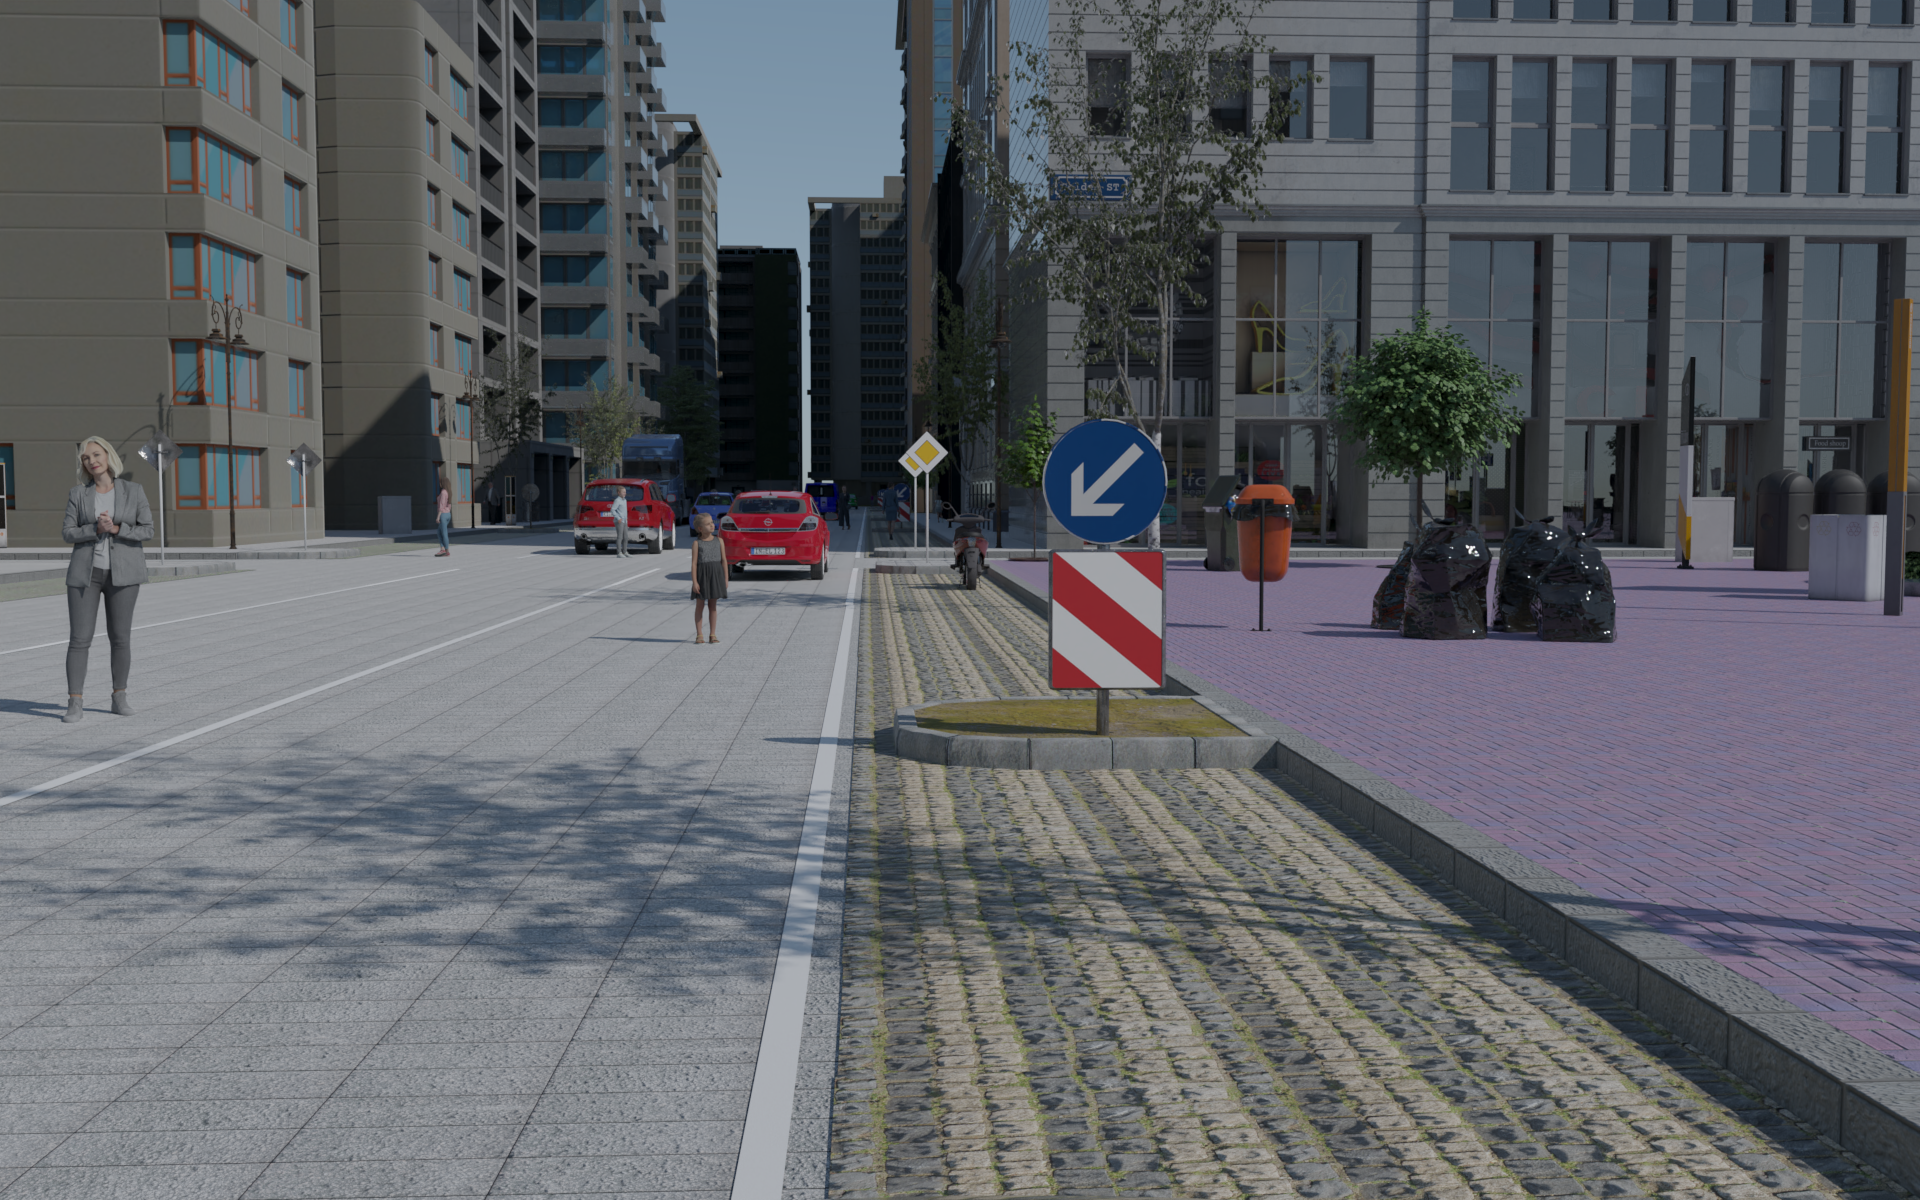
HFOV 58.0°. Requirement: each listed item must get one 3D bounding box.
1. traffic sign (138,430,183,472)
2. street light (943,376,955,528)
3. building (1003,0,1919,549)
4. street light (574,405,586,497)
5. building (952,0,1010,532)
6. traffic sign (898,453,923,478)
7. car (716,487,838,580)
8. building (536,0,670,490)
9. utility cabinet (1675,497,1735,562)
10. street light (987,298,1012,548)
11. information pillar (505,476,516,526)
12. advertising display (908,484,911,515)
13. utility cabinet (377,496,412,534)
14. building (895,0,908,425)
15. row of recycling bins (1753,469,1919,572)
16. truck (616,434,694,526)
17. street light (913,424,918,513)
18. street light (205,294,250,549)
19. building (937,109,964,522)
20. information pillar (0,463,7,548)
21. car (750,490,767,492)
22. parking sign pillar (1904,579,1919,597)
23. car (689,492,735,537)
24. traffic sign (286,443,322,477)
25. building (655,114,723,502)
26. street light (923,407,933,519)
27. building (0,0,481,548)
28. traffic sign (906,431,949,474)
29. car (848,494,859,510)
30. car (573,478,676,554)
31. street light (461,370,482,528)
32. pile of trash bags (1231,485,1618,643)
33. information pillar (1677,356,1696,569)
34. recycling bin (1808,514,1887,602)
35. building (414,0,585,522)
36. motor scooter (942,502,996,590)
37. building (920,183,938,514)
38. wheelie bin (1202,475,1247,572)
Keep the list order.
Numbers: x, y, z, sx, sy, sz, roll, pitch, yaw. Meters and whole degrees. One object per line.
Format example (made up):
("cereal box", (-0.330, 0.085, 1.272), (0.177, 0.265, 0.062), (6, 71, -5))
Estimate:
("traffic sign", (-14.465, -1.783, 31.341), (0.795, 2.593, 0.064), (0, 4, -3))
("street light", (-0.378, -5.671, 65.504), (0.468, 5.910, 1.993), (0, 4, -3))
("building", (16.430, -16.380, 45.306), (29.804, 29.767, 11.434), (0, 4, -3))
("street light", (-19.597, -7.141, 89.547), (0.468, 5.910, 1.993), (0, 4, -3))
("building", (6.810, -17.250, 67.941), (13.634, 28.700, 20.117), (0, 4, -3))
("traffic sign", (-1.014, -2.314, 40.030), (0.795, 2.593, 0.064), (0, 4, -3))
("car", (-3.226, -1.302, 30.328), (2.155, 1.783, 4.494), (0, 4, -3))
("building", (-33.810, -31.127, 128.537), (23.786, 49.044, 30.456), (0, 4, -3))
("utility cabinet", (14.041, -1.316, 32.672), (1.020, 1.237, 0.306), (0, 4, -8))
("street light", (0.923, -4.169, 40.953), (0.468, 5.910, 1.993), (0, 4, -3))
("information pillar", (-18.268, -4.032, 70.417), (0.304, 2.012, 0.304), (2, 4, 27))
("advertising display", (-3.153, -6.311, 108.393), (0.123, 1.923, 0.974), (0, 4, 2))
("utility cabinet", (-18.141, -2.717, 55.579), (0.306, 1.237, 1.020), (3, 5, 44))
("building", (7.982, -35.977, 177.468), (28.713, 52.752, 27.495), (0, 4, -3))
("row of recycling bins", (15.135, -1.333, 28.907), (3.534, 1.692, 1.069), (0, 4, 0))
("truck", (-13.942, -5.757, 83.883), (2.967, 4.110, 18.799), (0, 4, -3))
("street light", (-2.929, -8.686, 114.798), (0.468, 5.910, 1.993), (0, 4, -3))
("street light", (-16.928, -4.121, 40.159), (0.468, 5.910, 1.993), (0, 4, -3))
("building", (5.338, -15.708, 86.506), (12.332, 23.373, 15.834), (0, 4, -3))
("information pillar", (-22.753, -2.225, 40.878), (0.304, 2.012, 0.304), (1, 4, 16))
("car", (-17.376, -8.605, 149.357), (2.281, 1.827, 5.304), (0, 4, -4))
("parking sign pillar", (12.636, -2.035, 21.752), (1.447, 3.967, 1.447), (1, 4, 19))
("car", (-8.291, -3.030, 59.124), (1.945, 1.707, 3.694), (0, 4, -5))
("traffic sign", (-14.889, -2.271, 39.314), (0.795, 2.593, 0.064), (0, 4, -3))
("building", (-36.285, -29.423, 172.951), (23.993, 40.220, 32.217), (0, 4, -3))
("street light", (-1.650, -7.172, 90.056), (0.468, 5.910, 1.993), (0, 4, -3))
("building", (-32.505, -12.818, 54.611), (27.650, 21.520, 28.899), (0, 4, -3))
("traffic sign", (-0.589, -1.827, 32.056), (0.795, 2.593, 0.064), (0, 4, -3))
("car", (-10.434, -9.369, 161.972), (1.959, 1.807, 4.718), (0, 4, -3))
("car", (-8.233, -2.085, 42.761), (2.281, 1.827, 5.304), (0, 4, -4))
("street light", (-18.239, -5.622, 64.709), (0.468, 5.910, 1.993), (0, 4, -3))
("pile of trash bags", (4.242, -0.386, 16.070), (3.447, 1.369, 1.912), (1, 4, 14))
("information pillar", (12.476, -2.348, 29.737), (0.183, 3.616, 0.504), (0, 4, 6))
("recycling bin", (10.841, -0.521, 21.065), (0.722, 1.027, 0.722), (-3, 4, -38))
("building", (-30.136, -39.615, 85.960), (20.563, 71.187, 20.611), (0, 4, -3))
("motor scooter", (0.144, -0.831, 26.366), (0.815, 1.314, 1.986), (0, 4, -2))
("building", (3.692, -16.439, 104.927), (11.583, 22.565, 21.152), (0, 4, -3))
("wheelie bin", (4.473, -1.285, 28.922), (0.693, 1.594, 0.980), (-2, 4, -24))
